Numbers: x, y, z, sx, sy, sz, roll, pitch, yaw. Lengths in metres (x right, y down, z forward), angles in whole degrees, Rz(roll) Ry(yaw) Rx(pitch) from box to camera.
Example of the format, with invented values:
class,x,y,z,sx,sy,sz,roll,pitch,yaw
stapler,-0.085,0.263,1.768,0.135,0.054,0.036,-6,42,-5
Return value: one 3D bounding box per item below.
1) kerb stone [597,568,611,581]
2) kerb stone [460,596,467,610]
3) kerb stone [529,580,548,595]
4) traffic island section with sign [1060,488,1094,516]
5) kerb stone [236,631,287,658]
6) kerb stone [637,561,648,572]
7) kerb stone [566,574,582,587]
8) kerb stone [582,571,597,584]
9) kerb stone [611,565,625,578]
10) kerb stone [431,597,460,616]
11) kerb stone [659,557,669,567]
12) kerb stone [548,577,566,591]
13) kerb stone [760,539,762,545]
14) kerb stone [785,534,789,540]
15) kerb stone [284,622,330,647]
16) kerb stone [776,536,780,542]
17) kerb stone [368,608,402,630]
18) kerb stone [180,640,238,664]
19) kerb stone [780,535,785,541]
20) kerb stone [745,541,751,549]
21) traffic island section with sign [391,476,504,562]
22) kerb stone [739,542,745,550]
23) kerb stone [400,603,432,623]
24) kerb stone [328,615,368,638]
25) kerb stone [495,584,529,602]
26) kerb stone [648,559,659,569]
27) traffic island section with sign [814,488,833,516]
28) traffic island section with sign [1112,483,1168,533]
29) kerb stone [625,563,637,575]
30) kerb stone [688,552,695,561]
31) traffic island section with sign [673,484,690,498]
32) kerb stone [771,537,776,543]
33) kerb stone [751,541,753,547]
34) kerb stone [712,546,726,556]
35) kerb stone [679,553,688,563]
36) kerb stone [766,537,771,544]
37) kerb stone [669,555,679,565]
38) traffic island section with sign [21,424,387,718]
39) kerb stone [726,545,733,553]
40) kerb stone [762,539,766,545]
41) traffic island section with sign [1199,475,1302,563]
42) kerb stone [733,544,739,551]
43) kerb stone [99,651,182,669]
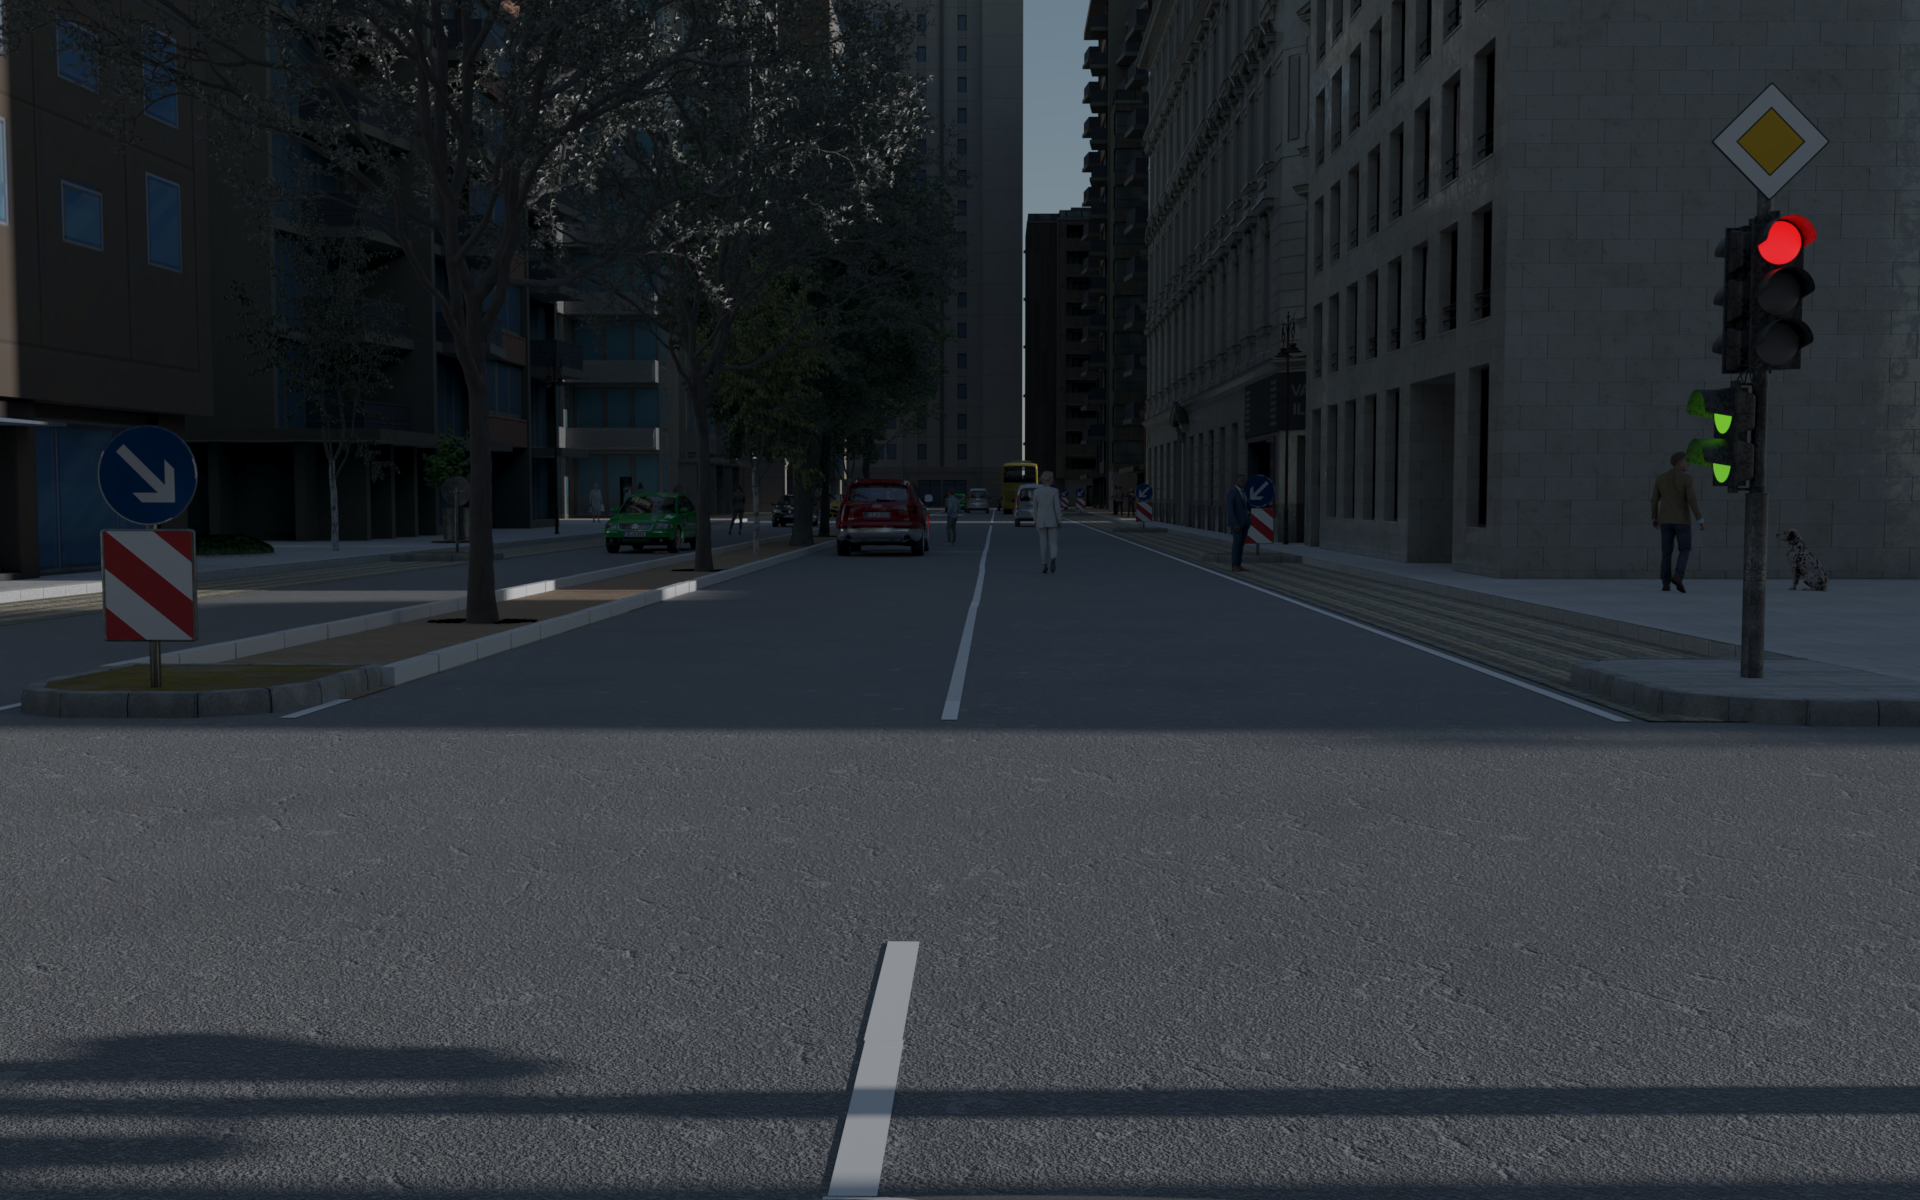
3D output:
class,x,y,z,sx,sy,sz,roll,pitch,yaw
kerb stone,-6.020,-0.405,28.820,0.120,0.150,1.000,0,4,1
kerb stone,-6.173,0.034,21.646,0.120,0.150,1.000,0,4,1
kerb stone,-6.109,-0.153,24.716,0.120,0.150,1.000,0,4,1
traffic island section with sign,7.814,-6.469,114.393,1.989,1.847,2.006,0,4,1
kerb stone,-6.308,0.413,15.487,0.120,0.150,1.000,0,4,1
kerb stone,-5.952,-0.593,31.894,0.120,0.150,1.000,0,4,1
kerb stone,-6.065,-0.275,26.765,0.120,0.150,1.000,0,4,1
kerb stone,-6.044,-0.342,27.787,0.120,0.150,1.000,0,4,1
kerb stone,-5.993,-0.468,29.845,0.120,0.150,1.000,0,4,1
kerb stone,-6.197,0.097,20.612,0.120,0.150,1.000,0,4,1
kerb stone,-5.905,-0.715,33.938,0.120,0.150,1.000,0,4,1
kerb stone,-6.085,-0.217,25.743,0.120,0.150,1.000,0,4,1
kerb stone,-5.612,-1.532,47.269,0.120,0.150,1.000,0,4,1
kerb stone,-5.475,-1.905,53.435,0.120,0.150,1.000,0,4,1
kerb stone,-6.290,0.348,16.513,0.120,0.150,1.000,0,4,1
kerb stone,-5.532,-1.785,51.375,0.120,0.150,1.000,0,4,1
kerb stone,-6.241,0.224,18.563,0.120,0.150,1.000,0,4,1
kerb stone,-6.334,0.473,14.465,0.120,0.150,1.000,0,4,1
kerb stone,-5.503,-1.847,52.402,0.120,0.150,1.000,0,4,1
kerb stone,-5.665,-1.408,45.221,0.120,0.150,1.000,0,4,1
traffic island section with sign,-10.996,-1.762,37.429,1.989,1.847,2.006,0,4,1
kerb stone,-5.681,-1.343,44.198,0.120,0.150,1.000,0,4,1
kerb stone,-6.220,0.159,19.590,0.120,0.150,1.000,0,4,1
kerb stone,-6.260,0.286,17.541,0.120,0.150,1.000,0,4,1
kerb stone,-6.129,-0.090,23.691,0.120,0.150,1.000,0,4,1
kerb stone,-5.931,-0.656,32.916,0.120,0.150,1.000,0,4,1
traffic island section with sign,-9.303,-6.496,114.844,1.989,1.847,2.006,0,4,1
traffic island section with sign,6.739,-3.450,65.031,1.989,1.847,2.006,0,4,1
kerb stone,-5.969,-0.531,30.872,0.120,0.150,1.000,0,4,1
kerb stone,-5.840,-0.905,37.013,0.120,0.150,1.000,0,4,1
traffic island section with sign,-10.405,-3.422,64.578,1.989,1.847,2.006,0,4,1
kerb stone,-5.545,-1.722,50.345,0.120,0.150,1.000,0,4,1
kerb stone,-5.640,-1.471,46.243,0.120,0.150,1.000,0,4,1
kerb stone,-5.749,-1.158,41.132,0.120,0.150,1.000,0,4,1
kerb stone,-5.859,-0.844,35.991,0.120,0.150,1.000,0,4,1
kerb stone,-5.570,-1.659,49.322,0.120,0.150,1.000,0,4,1
kerb stone,-5.884,-0.781,34.960,0.120,0.150,1.000,0,4,1
traffic island section with sign,-5.319,-0.238,12.025,2.006,1.907,1.989,0,4,1
kerb stone,-5.719,-1.221,42.153,0.120,0.150,1.000,0,4,1
kerb stone,-5.596,-1.596,48.293,0.120,0.150,1.000,0,4,1
traffic island section with sign,6.111,-1.718,36.720,1.989,1.847,2.006,0,4,1
kerb stone,-5.704,-1.283,43.176,0.120,0.150,1.000,0,4,1
kerb stone,-6.356,0.536,13.437,0.120,0.150,1.000,0,4,1
